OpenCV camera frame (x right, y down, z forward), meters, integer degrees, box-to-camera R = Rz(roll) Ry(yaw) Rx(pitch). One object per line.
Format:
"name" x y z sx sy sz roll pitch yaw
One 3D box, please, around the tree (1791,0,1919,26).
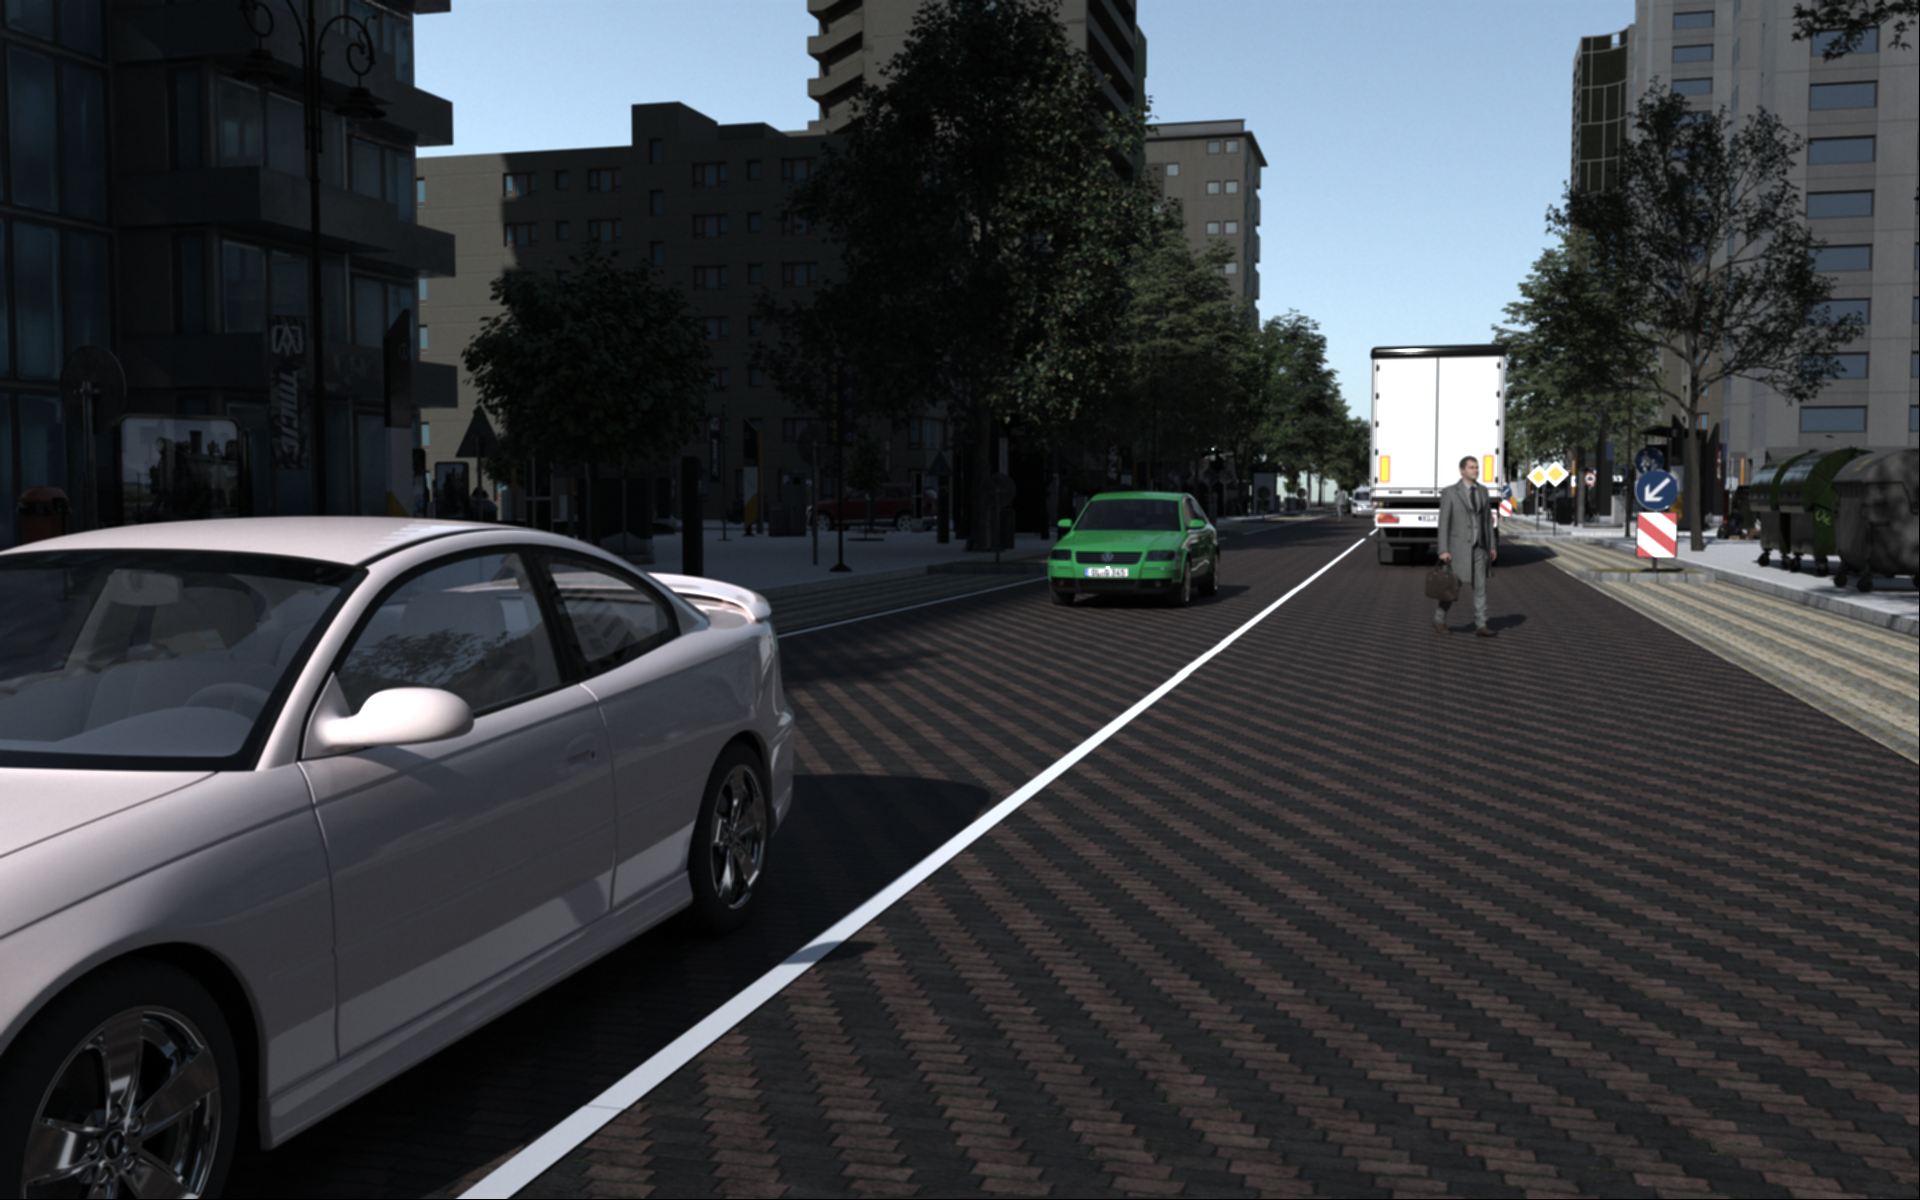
"tree" 9.123 -4.652 10.470 7.601 10.594 8.767 -3 5 -45

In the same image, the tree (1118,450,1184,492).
"tree" 13.108 -8.703 126.008 4.285 4.588 4.351 0 3 0

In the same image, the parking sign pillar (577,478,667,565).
"parking sign pillar" -6.348 -2.650 31.807 1.447 3.967 1.447 0 4 5

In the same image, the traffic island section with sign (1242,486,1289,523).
"traffic island section with sign" 14.937 -4.675 85.057 1.989 1.847 2.006 1 4 15

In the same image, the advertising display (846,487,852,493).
"advertising display" -4.062 -3.884 68.712 0.974 1.923 0.123 -2 4 -35

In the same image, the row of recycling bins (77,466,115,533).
"row of recycling bins" -12.767 -1.203 26.787 1.069 1.692 3.534 -1 4 -13

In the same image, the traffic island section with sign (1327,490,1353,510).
"traffic island section with sign" 34.929 -9.237 159.646 1.989 1.847 2.006 1 4 15

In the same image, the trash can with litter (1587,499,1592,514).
"trash can with litter" 40.327 -6.096 111.057 1.055 1.170 0.624 2 4 27

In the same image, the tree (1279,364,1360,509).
"tree" 30.043 -14.240 150.947 7.486 12.596 7.792 0 3 0

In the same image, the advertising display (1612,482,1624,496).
"advertising display" 33.730 -5.146 89.348 0.974 1.923 0.123 -1 4 -9

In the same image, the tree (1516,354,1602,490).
"tree" 30.318 -8.385 87.465 4.360 8.622 3.978 0 3 0

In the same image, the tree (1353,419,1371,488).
"tree" 66.822 -23.455 290.146 9.857 13.997 8.962 0 3 0

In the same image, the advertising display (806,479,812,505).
"advertising display" -6.537 -4.183 73.613 0.123 1.923 0.974 2 4 34

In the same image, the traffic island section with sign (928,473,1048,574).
"traffic island section with sign" 0.621 -1.410 31.674 1.989 1.847 2.006 1 4 15

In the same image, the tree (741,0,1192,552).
"tree" 0.446 -7.420 38.325 9.611 12.733 9.660 0 3 0

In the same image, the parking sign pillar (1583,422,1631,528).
"parking sign pillar" 24.453 -4.728 65.776 1.447 3.967 1.447 1 4 12

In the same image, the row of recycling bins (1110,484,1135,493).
"row of recycling bins" 6.636 -3.874 70.445 1.069 1.692 3.534 0 4 3

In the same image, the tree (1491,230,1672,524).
"tree" 26.515 -9.587 74.870 7.486 12.596 7.792 0 3 0

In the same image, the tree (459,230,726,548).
"tree" -4.599 -2.331 21.818 4.285 4.588 4.351 0 3 0

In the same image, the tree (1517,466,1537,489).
"tree" 39.396 -7.732 121.019 1.663 3.219 1.824 0 3 0

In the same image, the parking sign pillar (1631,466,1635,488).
"parking sign pillar" 44.201 -7.753 115.241 1.447 3.967 1.447 -3 5 -44

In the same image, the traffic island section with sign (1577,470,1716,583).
"traffic island section with sign" 11.364 -1.233 28.795 1.989 1.847 2.006 1 4 15

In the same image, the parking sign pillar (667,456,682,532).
"parking sign pillar" -9.958 -4.302 58.812 1.447 3.967 1.447 0 4 1

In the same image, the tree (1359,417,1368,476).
"tree" 49.368 -18.798 225.468 7.486 12.596 7.792 0 3 0

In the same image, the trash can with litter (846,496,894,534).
"trash can with litter" -2.943 -2.773 56.398 1.678 1.210 2.233 -1 4 -12

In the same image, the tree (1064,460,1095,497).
"tree" 6.709 -6.168 95.444 1.663 3.219 1.824 0 3 0

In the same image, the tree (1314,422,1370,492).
"tree" 46.273 -16.913 210.947 7.601 10.594 8.767 -2 4 -35

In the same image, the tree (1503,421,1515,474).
"tree" 47.445 -12.261 150.828 4.360 8.622 3.978 0 3 0

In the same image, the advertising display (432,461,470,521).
"advertising display" -10.124 -1.794 34.551 0.974 1.923 0.123 3 4 38

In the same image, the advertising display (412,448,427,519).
"advertising display" -7.701 -1.159 24.158 0.123 1.923 0.974 0 4 7

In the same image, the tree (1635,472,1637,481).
"tree" 49.509 -8.156 127.957 1.663 3.219 1.824 0 3 0

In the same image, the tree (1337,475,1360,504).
"tree" 52.260 -15.258 233.176 4.285 4.588 4.351 0 3 0

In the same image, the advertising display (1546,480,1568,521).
"advertising display" 28.157 -4.681 81.741 0.974 1.923 0.123 3 5 40

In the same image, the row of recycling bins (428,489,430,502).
"row of recycling bins" -43.178 -8.404 144.525 1.069 1.692 3.534 3 4 39

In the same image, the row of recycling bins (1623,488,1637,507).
"row of recycling bins" 43.007 -6.362 111.135 1.069 1.692 3.534 2 4 23

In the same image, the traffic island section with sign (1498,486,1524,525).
"traffic island section with sign" 25.582 -4.477 81.826 1.989 1.847 2.006 1 4 15

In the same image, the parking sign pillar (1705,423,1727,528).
"parking sign pillar" 28.955 -4.766 66.404 1.447 3.967 1.447 0 4 8

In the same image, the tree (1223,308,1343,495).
"tree" 21.776 -13.073 120.403 9.857 13.997 8.962 0 3 0

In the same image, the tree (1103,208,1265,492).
"tree" 8.290 -9.268 69.654 7.486 12.596 7.792 0 3 0

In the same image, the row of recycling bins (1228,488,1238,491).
"row of recycling bins" 18.605 -7.020 121.889 1.069 1.692 3.534 -1 4 -17

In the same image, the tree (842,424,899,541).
"tree" -2.482 -3.250 47.739 1.663 3.219 1.824 0 3 0

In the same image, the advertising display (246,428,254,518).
"advertising display" -7.284 -0.714 16.884 0.974 1.923 0.123 2 4 25

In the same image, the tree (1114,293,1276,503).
"tree" 10.654 -8.854 79.173 8.767 10.594 7.601 2 4 27

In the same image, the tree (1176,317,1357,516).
"tree" 16.644 -10.842 103.016 9.928 11.665 9.643 0 3 0

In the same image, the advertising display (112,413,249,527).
"advertising display" -6.317 -0.540 14.047 0.974 1.923 0.123 -3 5 -42

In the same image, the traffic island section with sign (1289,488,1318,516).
"traffic island section with sign" 22.004 -6.287 111.413 1.989 1.847 2.006 1 4 15

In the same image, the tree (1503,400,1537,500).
"tree" 42.994 -11.334 135.676 4.737 8.622 4.395 0 3 0

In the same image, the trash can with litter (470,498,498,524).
"trash can with litter" -11.654 -1.940 43.114 0.624 1.170 1.055 -3 4 -39

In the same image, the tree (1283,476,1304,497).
"tree" 27.270 -9.064 142.798 1.663 3.219 1.824 0 3 0

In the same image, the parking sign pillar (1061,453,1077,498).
"parking sign pillar" 7.026 -7.638 113.358 1.447 3.967 1.447 3 5 41

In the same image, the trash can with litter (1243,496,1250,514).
"trash can with litter" 18.378 -6.175 112.347 0.624 1.170 1.055 2 4 29
